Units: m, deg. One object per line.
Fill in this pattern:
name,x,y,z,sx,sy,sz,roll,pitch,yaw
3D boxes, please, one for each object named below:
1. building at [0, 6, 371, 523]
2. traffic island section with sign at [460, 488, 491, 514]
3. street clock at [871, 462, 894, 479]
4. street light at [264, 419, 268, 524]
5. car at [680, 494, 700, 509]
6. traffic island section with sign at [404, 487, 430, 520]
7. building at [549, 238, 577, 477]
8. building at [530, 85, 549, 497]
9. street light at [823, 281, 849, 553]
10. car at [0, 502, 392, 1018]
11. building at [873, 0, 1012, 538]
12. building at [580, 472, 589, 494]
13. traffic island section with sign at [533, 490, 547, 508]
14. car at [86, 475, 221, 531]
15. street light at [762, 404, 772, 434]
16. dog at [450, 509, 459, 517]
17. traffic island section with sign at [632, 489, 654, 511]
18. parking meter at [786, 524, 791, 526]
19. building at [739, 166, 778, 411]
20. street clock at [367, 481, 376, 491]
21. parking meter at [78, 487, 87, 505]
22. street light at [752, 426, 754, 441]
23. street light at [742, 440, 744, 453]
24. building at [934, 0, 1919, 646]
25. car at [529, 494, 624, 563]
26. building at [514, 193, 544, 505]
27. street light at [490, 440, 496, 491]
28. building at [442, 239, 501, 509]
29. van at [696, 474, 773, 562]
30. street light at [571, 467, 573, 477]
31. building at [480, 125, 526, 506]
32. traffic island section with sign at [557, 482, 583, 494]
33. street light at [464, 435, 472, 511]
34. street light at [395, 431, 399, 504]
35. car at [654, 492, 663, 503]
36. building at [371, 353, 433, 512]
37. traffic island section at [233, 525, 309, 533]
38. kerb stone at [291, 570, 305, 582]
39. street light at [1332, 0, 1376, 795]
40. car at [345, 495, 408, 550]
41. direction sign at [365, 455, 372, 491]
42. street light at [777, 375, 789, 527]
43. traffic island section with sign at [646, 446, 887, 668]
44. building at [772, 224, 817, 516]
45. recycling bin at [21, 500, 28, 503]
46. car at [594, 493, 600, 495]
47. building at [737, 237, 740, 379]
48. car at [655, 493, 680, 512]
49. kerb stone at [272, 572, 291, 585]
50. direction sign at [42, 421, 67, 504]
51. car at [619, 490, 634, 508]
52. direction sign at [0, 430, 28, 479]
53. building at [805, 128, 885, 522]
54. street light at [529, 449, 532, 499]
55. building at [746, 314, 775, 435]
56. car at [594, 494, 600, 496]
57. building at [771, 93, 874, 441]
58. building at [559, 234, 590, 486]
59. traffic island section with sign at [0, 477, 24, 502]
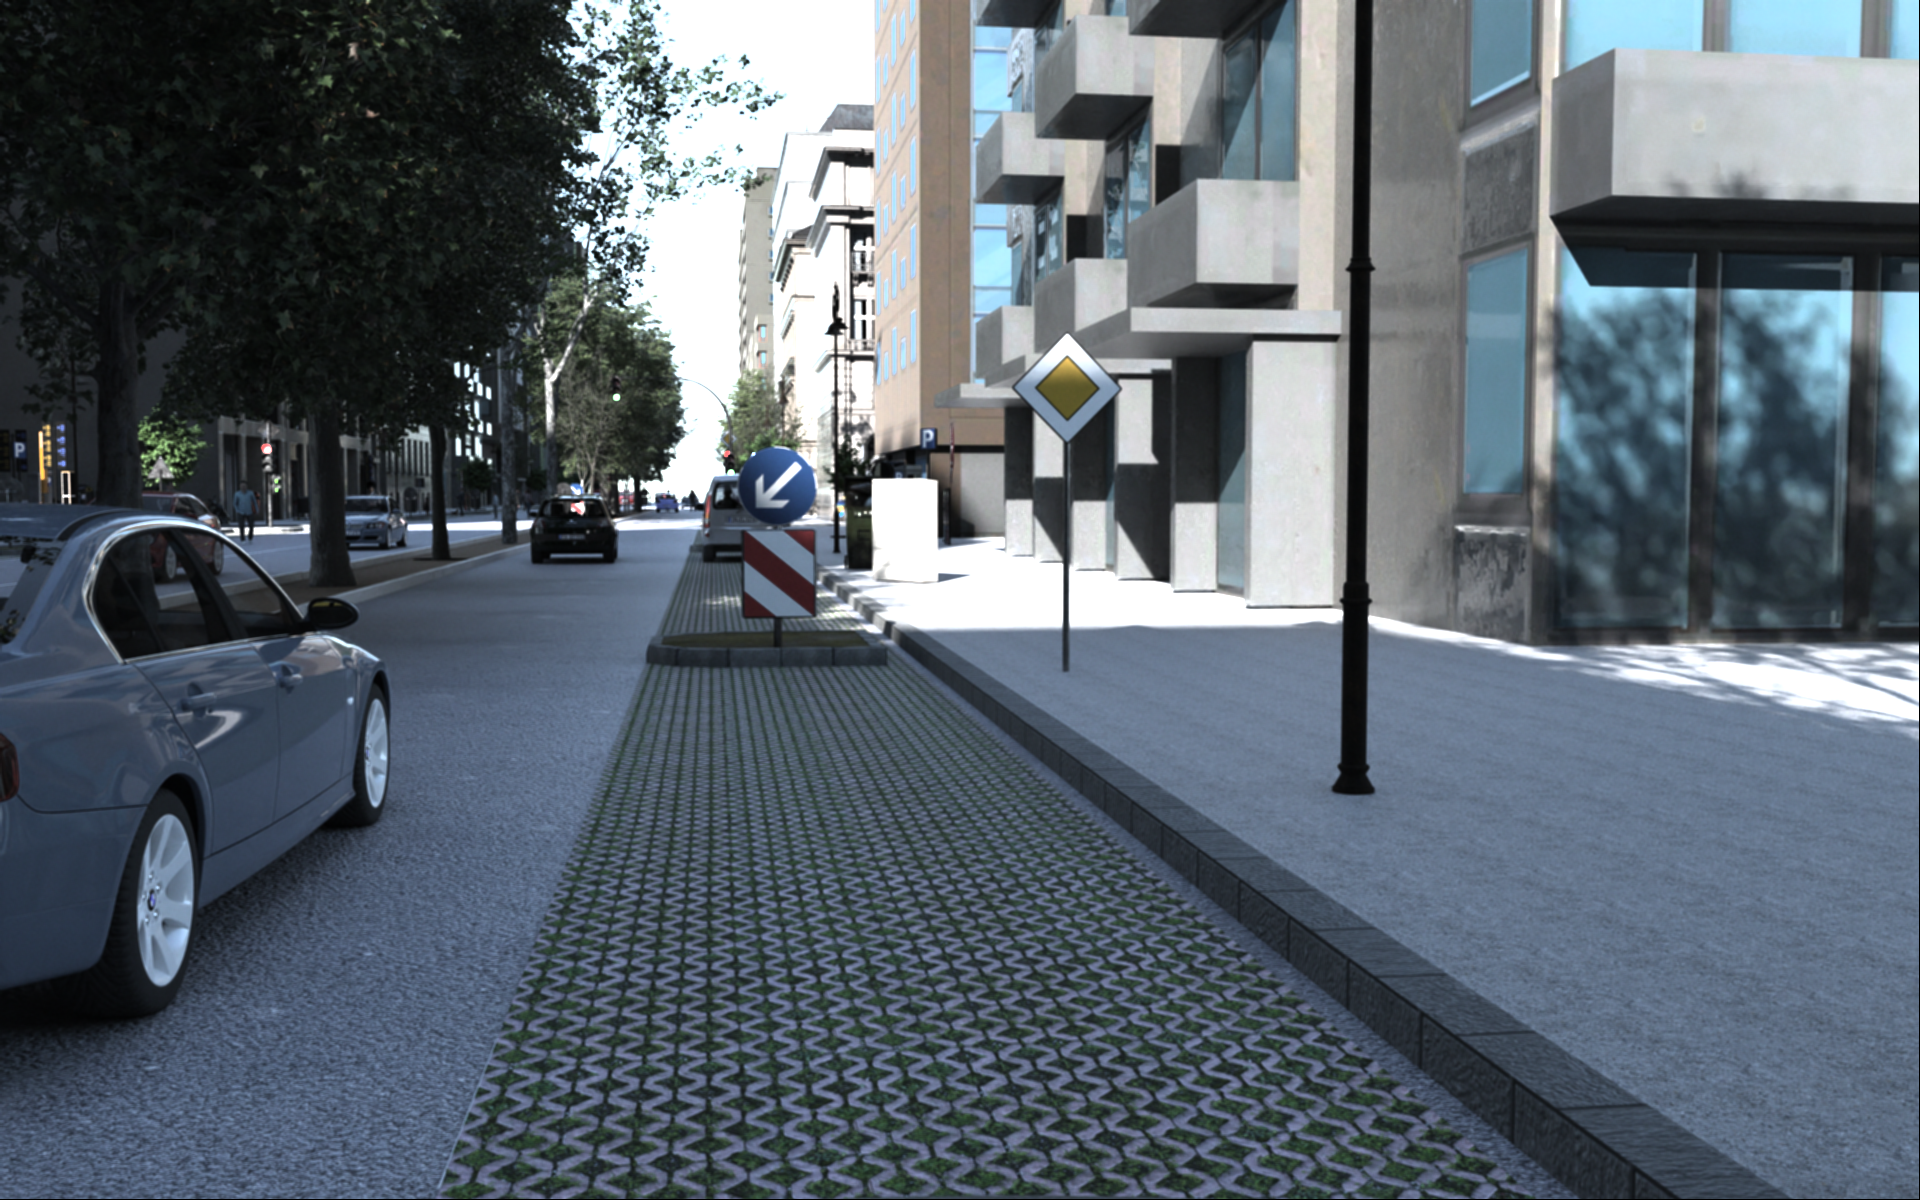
building,-43.951,-17.441,89.682,19.350,26.468,34.151,-1,4,-8
traffic island section with sign,-34.276,-6.970,122.585,1.989,1.847,2.006,-1,4,-8
street clock,-1.735,-2.109,39.050,0.471,2.002,0.358,1,4,23
street light,-29.311,-6.139,73.165,0.468,5.910,1.993,-1,4,-8
car,-25.787,-9.385,165.450,2.014,1.417,4.499,-1,4,-9
traffic island section with sign,-30.450,-5.338,95.902,1.989,1.847,2.006,-1,4,-8
building,-66.820,-35.743,267.987,14.154,41.232,14.086,-1,4,-8
building,-68.468,-56.931,243.485,22.319,86.520,31.000,-1,4,-8
street light,-2.695,-3.970,37.699,0.468,5.910,1.993,-1,4,-8
car,-3.203,0.372,5.928,2.014,1.417,4.499,0,4,-7
building,4.676,-24.875,56.818,14.600,45.320,14.200,-1,4,-8
building,-68.332,-31.232,282.347,14.160,30.474,14.107,-1,4,-8
traffic island section with sign,-41.362,-9.999,172.105,1.989,1.847,2.006,-1,4,-8
car,-13.795,-1.227,29.103,2.155,1.783,4.494,-1,4,-8
street light,-9.875,-7.098,88.837,0.468,5.910,1.993,-1,4,-8
dog,-31.096,-5.336,106.530,0.540,0.507,0.406,-1,4,-19
traffic island section with sign,-27.145,-8.611,148.918,2.006,1.907,1.989,-1,4,-8
parking meter,-6.905,-3.867,68.941,0.255,1.863,0.399,0,4,6
building,-20.759,-38.480,252.854,21.300,48.544,21.600,-1,4,-8
street clock,-32.297,-5.534,95.056,0.471,2.002,0.358,2,4,28
parking meter,-30.621,-3.175,60.317,0.372,1.533,0.369,0,3,0
street light,-14.107,-8.909,118.448,0.468,5.910,1.993,-1,4,-8
street light,-18.540,-10.738,148.351,0.468,5.910,1.993,-1,4,-8
building,12.421,-24.929,27.196,23.786,49.044,30.456,-1,4,-8
car,-8.276,-1.683,37.301,2.009,1.686,4.222,-1,4,-10
building,-58.625,-32.235,210.629,14.154,41.232,14.086,-1,4,-8
street light,-40.167,-10.792,149.242,0.468,5.910,1.993,-1,4,-8
building,-55.939,-33.035,159.733,23.786,49.044,30.456,-1,4,-8
van,-4.749,-1.875,37.675,2.013,2.044,4.112,0,4,-7
street light,-52.061,-15.869,232.239,0.468,5.910,1.993,-1,4,-8
building,-62.738,-36.666,188.727,28.713,52.752,27.495,-1,4,-8
traffic island section with sign,-16.478,-4.061,74.538,2.006,1.907,1.989,-1,4,-8
street light,-37.798,-9.815,133.267,0.468,5.910,1.993,-1,4,-8
street light,-33.638,-7.984,103.331,0.468,5.910,1.993,-1,4,-8
car,-49.006,-16.848,284.143,2.281,1.827,5.304,-1,4,-9
building,-46.551,-17.646,121.789,16.112,22.955,30.059,-1,4,-8
traffic island section,-26.070,-2.640,65.449,2.009,0.180,2.903,-1,4,-8
kerb stone,-10.895,-0.368,28.223,0.120,0.150,1.000,-1,4,-8
street light,1.697,-2.110,7.293,0.468,5.910,1.993,-1,4,-8
car,-15.781,-2.073,45.904,2.014,1.417,4.499,-1,4,-9
direction sign,-34.262,-6.630,100.403,0.379,3.537,0.876,0,4,6
street light,-6.863,-5.782,67.319,0.468,5.910,1.993,-1,4,-8
traffic island section with sign,-1.728,-0.400,15.160,1.989,1.847,2.006,-1,4,-8
building,-6.515,-15.147,112.274,10.561,19.102,19.286,-1,4,-8
recycling bin,-39.062,-3.675,72.646,0.722,1.027,0.722,3,5,43
car,-39.410,-10.869,187.293,1.945,1.707,3.694,0,4,-6
building,-27.353,-41.297,298.911,21.300,48.544,21.600,-1,4,-8
car,-22.986,-7.739,136.122,1.945,1.707,3.694,0,4,-8
kerb stone,-10.744,-0.307,27.212,0.120,0.150,1.000,-1,4,-8
direction sign,-28.247,-3.797,54.079,0.876,3.537,0.379,1,4,16
car,-35.628,-10.788,185.058,2.281,1.827,5.304,0,4,-6
direction sign,-33.302,-4.218,60.964,0.876,3.537,0.379,-1,4,-20
building,4.741,-14.931,85.914,24.055,21.916,13.314,-1,4,-8
street light,-44.358,-12.611,178.983,0.468,5.910,1.993,-1,4,-8
building,-11.875,-22.411,211.463,27.650,21.520,28.899,-1,4,-8
car,-26.393,-6.979,123.894,2.009,1.686,4.222,0,4,-6
building,-8.712,-21.953,136.417,11.434,29.767,29.804,-1,4,-8
building,-70.915,-39.492,295.796,14.600,45.320,14.200,-1,4,-8
traffic island section with sign,-22.538,-1.964,40.733,1.989,1.847,2.006,-1,4,-8
